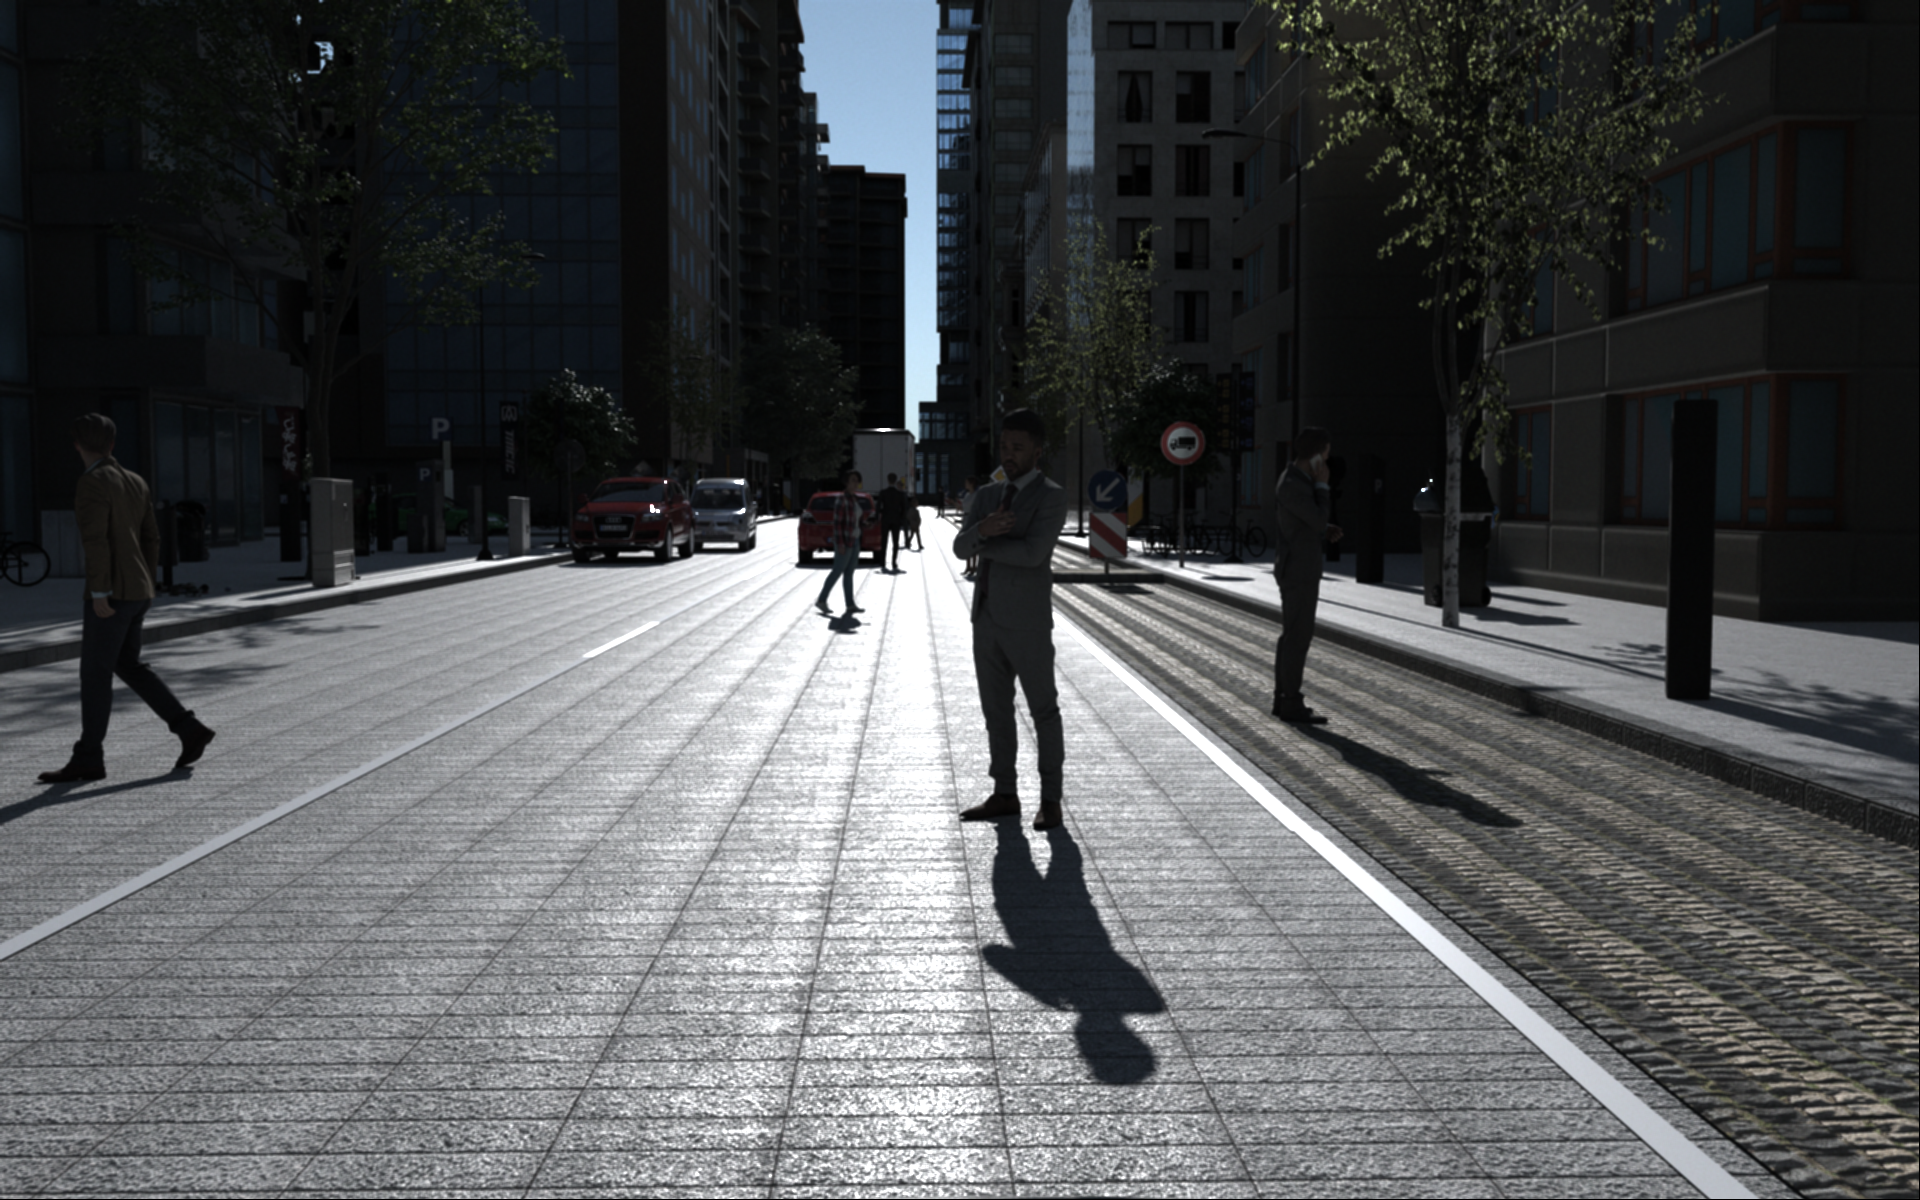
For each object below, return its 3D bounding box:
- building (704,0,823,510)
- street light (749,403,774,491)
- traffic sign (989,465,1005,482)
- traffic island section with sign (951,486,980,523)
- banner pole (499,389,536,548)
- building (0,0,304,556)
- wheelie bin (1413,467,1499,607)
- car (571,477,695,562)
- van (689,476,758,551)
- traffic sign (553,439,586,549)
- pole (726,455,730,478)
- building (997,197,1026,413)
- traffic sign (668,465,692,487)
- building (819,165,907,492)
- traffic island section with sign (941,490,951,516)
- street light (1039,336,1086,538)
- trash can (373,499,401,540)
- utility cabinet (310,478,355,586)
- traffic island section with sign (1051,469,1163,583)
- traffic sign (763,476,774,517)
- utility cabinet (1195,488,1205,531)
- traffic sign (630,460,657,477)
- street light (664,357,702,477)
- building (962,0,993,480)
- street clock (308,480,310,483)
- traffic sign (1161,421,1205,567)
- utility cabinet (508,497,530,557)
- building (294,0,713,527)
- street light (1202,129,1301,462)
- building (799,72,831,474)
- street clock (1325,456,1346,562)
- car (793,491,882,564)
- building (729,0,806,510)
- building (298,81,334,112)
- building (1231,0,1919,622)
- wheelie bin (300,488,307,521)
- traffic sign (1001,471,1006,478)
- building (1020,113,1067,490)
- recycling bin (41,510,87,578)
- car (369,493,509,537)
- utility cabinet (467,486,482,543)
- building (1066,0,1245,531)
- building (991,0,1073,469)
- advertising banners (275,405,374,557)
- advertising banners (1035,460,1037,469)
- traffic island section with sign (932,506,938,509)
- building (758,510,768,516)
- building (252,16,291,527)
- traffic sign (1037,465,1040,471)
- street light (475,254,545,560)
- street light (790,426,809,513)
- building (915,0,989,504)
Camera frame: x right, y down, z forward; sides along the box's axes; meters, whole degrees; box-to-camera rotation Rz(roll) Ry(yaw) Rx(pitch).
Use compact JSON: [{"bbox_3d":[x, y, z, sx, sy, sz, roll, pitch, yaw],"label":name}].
[{"bbox_3d":[-24.232,-44.857,171.660,20.563,71.187,20.611,0,4,-2],"label":"building"},{"bbox_3d":[-10.129,-7.059,87.951,1.470,5.913,1.316,0,4,-2],"label":"street light"},{"bbox_3d":[1.389,-3.390,59.066,0.795,2.450,0.064,0,4,-2],"label":"traffic sign"},{"bbox_3d":[0.718,-4.671,84.991,1.989,1.847,2.006,0,4,-2],"label":"traffic island section with sign"},{"bbox_3d":[-10.531,-3.126,41.131,0.863,3.779,0.401,-2,4,-35],"label":"banner pole"},{"bbox_3d":[-31.489,-25.467,35.993,30.456,49.044,23.786,0,4,-2],"label":"building"},{"bbox_3d":[5.652,-0.732,19.878,0.980,1.594,0.693,-1,4,-9],"label":"wheelie bin"},{"bbox_3d":[-7.096,-1.792,37.974,2.281,1.827,5.304,0,4,0],"label":"car"},{"bbox_3d":[-6.184,-2.300,44.620,2.013,2.044,4.112,0,4,-3],"label":"van"},{"bbox_3d":[-9.114,-2.465,40.403,0.768,2.556,0.104,0,4,3],"label":"traffic sign"},{"bbox_3d":[-12.082,-5.898,90.270,0.158,3.312,0.155,0,3,0],"label":"pole"},{"bbox_3d":[9.810,-18.222,117.006,14.460,24.649,34.723,0,4,-2],"label":"building"},{"bbox_3d":[-9.502,-3.373,58.790,0.795,2.450,0.064,0,4,-2],"label":"traffic sign"},{"bbox_3d":[-21.365,-35.092,228.376,28.867,44.769,22.147,0,4,-2],"label":"building"},{"bbox_3d":[-0.024,-6.319,111.936,1.989,1.847,2.006,0,4,-2],"label":"traffic island section with sign"},{"bbox_3d":[3.030,-4.803,51.073,1.470,5.913,1.316,0,4,-2],"label":"street light"},{"bbox_3d":[-16.053,-2.257,48.561,0.748,1.137,0.748,0,3,0],"label":"trash can"},{"bbox_3d":[-8.780,-0.955,24.285,0.318,1.500,1.173,0,4,-6],"label":"utility cabinet"},{"bbox_3d":[2.249,-1.224,28.638,1.989,1.847,2.006,0,4,-2],"label":"traffic island section with sign"},{"bbox_3d":[-10.648,-5.758,96.275,0.606,2.300,0.079,0,4,7],"label":"traffic sign"},{"bbox_3d":[8.194,-3.085,59.126,0.318,1.500,1.173,0,4,6],"label":"utility cabinet"},{"bbox_3d":[-9.284,-2.885,50.808,0.795,2.450,0.064,0,4,-2],"label":"traffic sign"},{"bbox_3d":[-9.416,-5.264,58.610,1.470,5.913,1.316,0,4,-2],"label":"street light"},{"bbox_3d":[14.906,-37.050,195.011,28.713,52.752,27.495,0,4,-2],"label":"building"},{"bbox_3d":[-31.951,-4.952,85.530,0.471,2.002,0.358,2,4,35],"label":"street clock"},{"bbox_3d":[3.885,-1.845,30.265,0.768,2.556,0.104,0,4,3],"label":"traffic sign"},{"bbox_3d":[-9.147,-1.518,35.984,0.306,1.237,1.020,0,4,-5],"label":"utility cabinet"},{"bbox_3d":[-18.407,-25.895,73.491,14.600,45.320,14.200,0,4,-2],"label":"building"},{"bbox_3d":[3.776,-3.039,22.227,1.470,5.913,1.316,0,4,-2],"label":"street light"},{"bbox_3d":[-30.134,-35.263,196.152,30.456,49.044,23.786,0,4,-2],"label":"building"},{"bbox_3d":[7.097,-1.732,32.896,0.358,2.002,0.471,-1,4,-22],"label":"street clock"},{"bbox_3d":[-2.531,-1.721,37.172,2.155,1.783,4.494,0,4,-3],"label":"car"},{"bbox_3d":[-24.616,-30.137,147.366,22.147,44.769,28.867,0,4,-2],"label":"building"},{"bbox_3d":[-74.231,-39.201,230.168,27.495,52.752,28.713,0,4,-2],"label":"building"},{"bbox_3d":[21.428,-11.404,31.491,27.650,21.520,28.899,0,4,-2],"label":"building"},{"bbox_3d":[-31.627,-4.610,83.286,0.693,1.594,0.980,-1,4,-18],"label":"wheelie bin"},{"bbox_3d":[1.607,-2.902,51.084,0.795,2.450,0.064,0,4,-2],"label":"traffic sign"},{"bbox_3d":[8.543,-14.716,89.754,9.793,20.994,18.267,0,4,-2],"label":"building"},{"bbox_3d":[-13.628,-0.868,26.753,0.722,1.027,0.722,1,4,15],"label":"recycling bin"},{"bbox_3d":[-16.252,-2.711,53.113,4.718,1.807,1.959,0,4,-2],"label":"car"},{"bbox_3d":[-12.577,-2.223,45.019,0.318,1.500,1.173,-2,4,-24],"label":"utility cabinet"},{"bbox_3d":[12.853,-12.850,64.848,16.860,20.320,10.420,0,4,-2],"label":"building"},{"bbox_3d":[9.521,-28.250,145.486,14.154,41.232,14.086,0,4,-2],"label":"building"},{"bbox_3d":[-12.832,-2.374,35.004,0.090,3.025,2.074,3,5,40],"label":"advertising banners"},{"bbox_3d":[2.855,-3.997,61.544,0.090,3.025,2.074,-1,4,-12],"label":"advertising banners"},{"bbox_3d":[-1.362,-9.311,160.861,1.989,1.847,2.006,0,4,-2],"label":"traffic island section with sign"},{"bbox_3d":[-21.883,-40.463,99.824,20.563,71.187,20.611,0,4,-2],"label":"building"},{"bbox_3d":[-33.549,-25.371,64.932,14.200,45.320,14.600,0,4,-2],"label":"building"},{"bbox_3d":[2.815,-4.237,69.381,0.768,2.556,0.104,0,3,0],"label":"traffic sign"},{"bbox_3d":[-8.718,-3.735,33.616,1.470,5.913,1.316,0,4,-2],"label":"street light"},{"bbox_3d":[-10.943,-8.863,117.444,1.470,5.913,1.316,0,4,-2],"label":"street light"},{"bbox_3d":[8.542,-56.011,228.457,31.000,86.520,22.319,0,4,-2],"label":"building"}]
